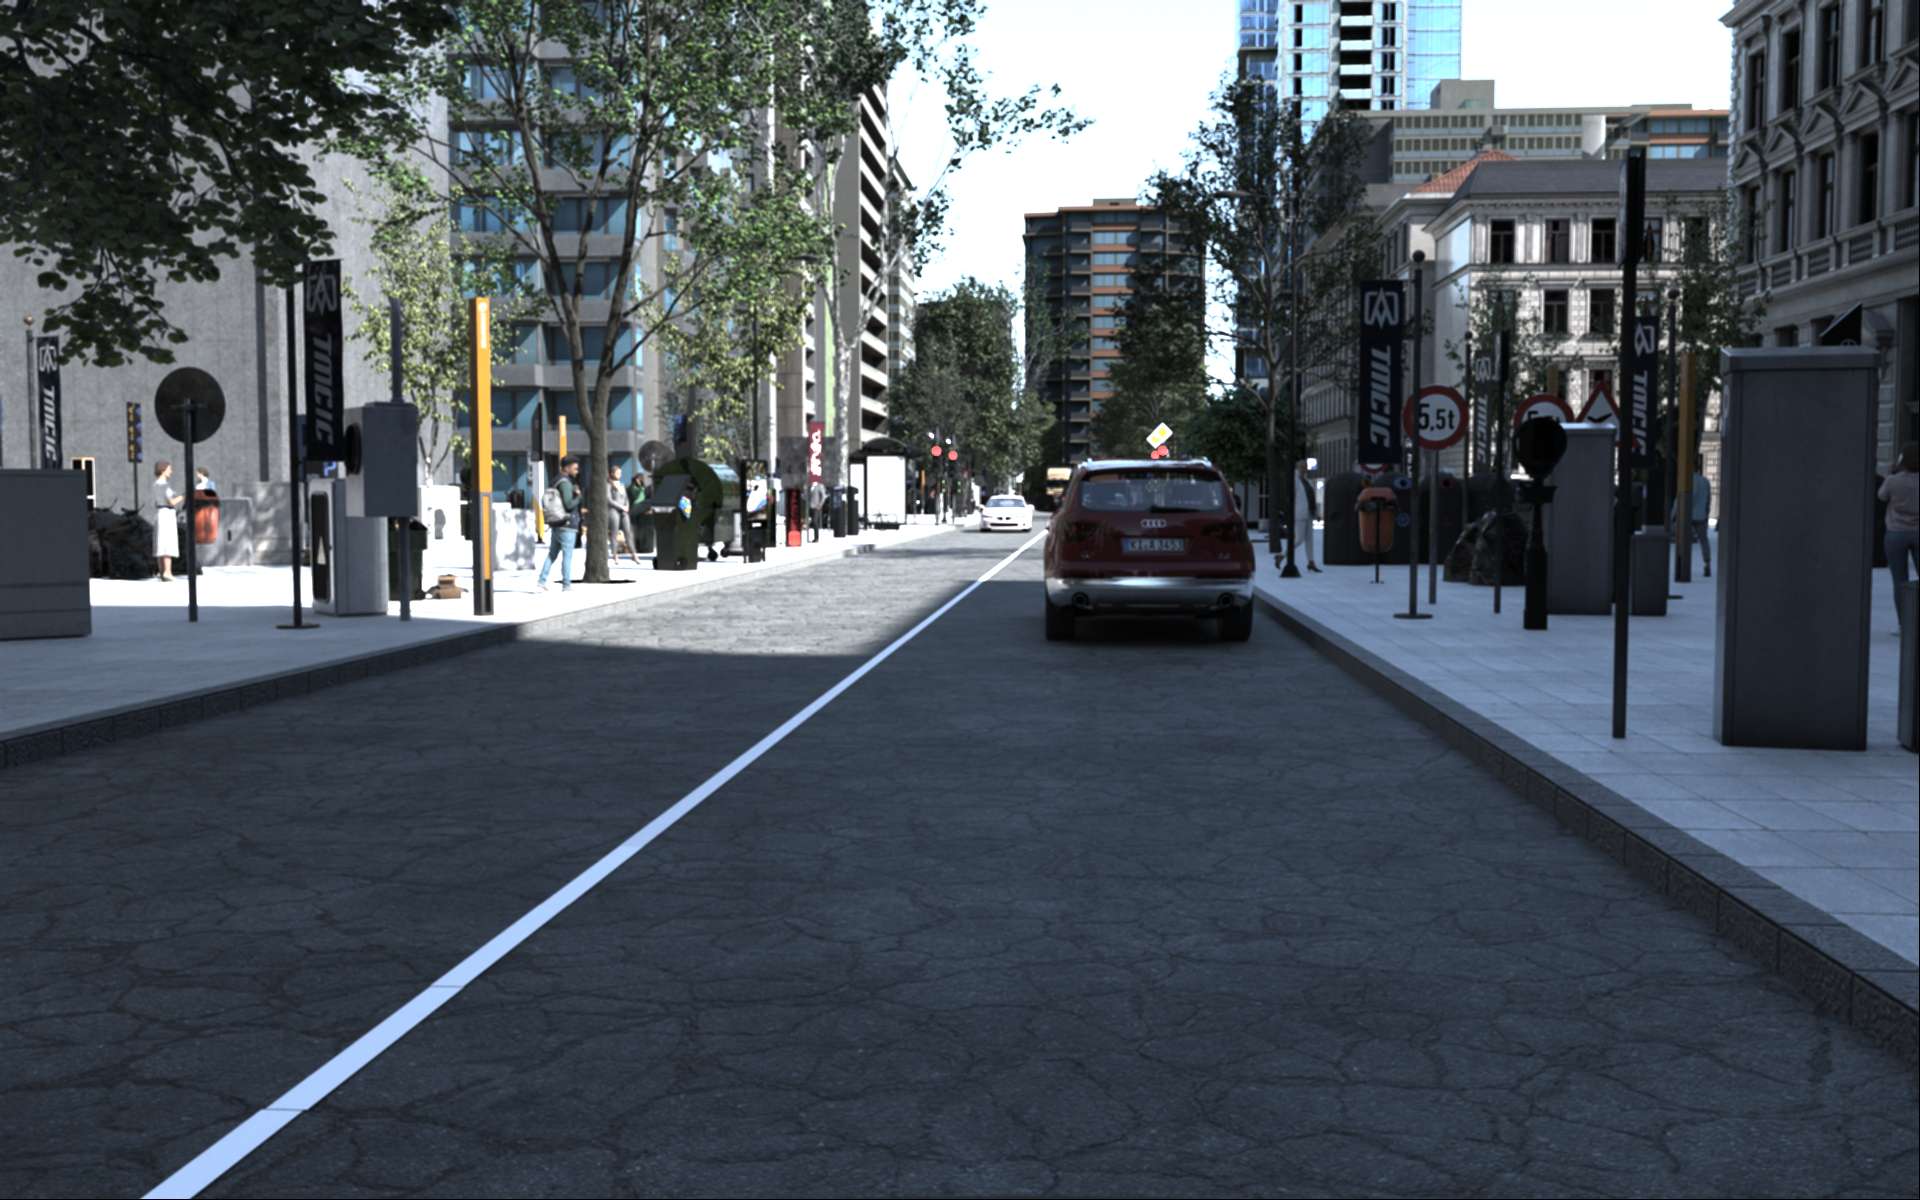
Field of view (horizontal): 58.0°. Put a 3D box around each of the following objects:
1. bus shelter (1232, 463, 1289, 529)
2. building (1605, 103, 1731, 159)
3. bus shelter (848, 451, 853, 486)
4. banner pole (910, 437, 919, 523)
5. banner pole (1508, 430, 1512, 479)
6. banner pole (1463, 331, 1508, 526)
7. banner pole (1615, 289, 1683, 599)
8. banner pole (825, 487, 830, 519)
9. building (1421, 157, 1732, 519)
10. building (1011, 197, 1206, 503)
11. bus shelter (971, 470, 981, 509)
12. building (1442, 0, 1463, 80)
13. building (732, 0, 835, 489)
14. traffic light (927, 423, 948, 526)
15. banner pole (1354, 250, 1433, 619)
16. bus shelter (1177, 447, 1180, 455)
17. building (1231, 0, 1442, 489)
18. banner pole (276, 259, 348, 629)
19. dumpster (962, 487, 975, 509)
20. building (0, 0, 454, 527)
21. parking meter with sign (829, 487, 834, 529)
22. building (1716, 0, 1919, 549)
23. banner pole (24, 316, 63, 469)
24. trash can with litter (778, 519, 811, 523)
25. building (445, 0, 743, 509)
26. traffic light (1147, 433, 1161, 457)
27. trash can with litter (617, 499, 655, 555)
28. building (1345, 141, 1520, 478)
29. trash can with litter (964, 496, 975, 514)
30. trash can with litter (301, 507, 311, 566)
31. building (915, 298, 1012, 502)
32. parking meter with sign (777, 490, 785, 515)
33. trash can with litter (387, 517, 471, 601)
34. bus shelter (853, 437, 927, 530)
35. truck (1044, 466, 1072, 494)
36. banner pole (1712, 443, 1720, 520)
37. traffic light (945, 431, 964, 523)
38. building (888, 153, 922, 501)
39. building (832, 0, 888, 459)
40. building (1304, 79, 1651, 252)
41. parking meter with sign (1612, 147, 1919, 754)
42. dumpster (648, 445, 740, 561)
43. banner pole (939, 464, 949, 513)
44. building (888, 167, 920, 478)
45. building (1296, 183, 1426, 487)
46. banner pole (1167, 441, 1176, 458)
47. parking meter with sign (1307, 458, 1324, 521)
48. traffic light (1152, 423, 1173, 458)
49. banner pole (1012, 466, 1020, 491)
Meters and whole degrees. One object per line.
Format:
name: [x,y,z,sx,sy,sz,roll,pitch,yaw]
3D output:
bus shelter: [10.569,-4.103,61.006,2.014,3.302,5.546,0,4,5]
building: [79.153,-33.175,197.033,28.867,44.769,22.147,0,4,4]
bus shelter: [-4.108,-5.291,80.427,2.014,3.302,5.546,0,4,5]
banner pole: [-2.030,-5.307,76.782,0.401,3.779,0.863,0,4,-8]
banner pole: [18.632,-4.218,58.987,0.401,3.779,0.863,3,4,38]
banner pole: [7.877,-2.229,26.466,0.401,3.779,0.863,-1,4,-19]
banner pole: [8.517,-1.918,21.372,0.863,3.779,0.401,3,5,40]
banner pole: [-7.050,-6.057,89.044,0.401,3.779,0.863,3,4,39]
building: [35.396,-13.955,92.795,19.286,19.102,10.561,0,4,4]
building: [22.222,-36.937,258.536,28.867,44.769,22.147,0,4,4]
bus shelter: [1.424,-9.539,149.892,2.014,3.302,5.546,0,4,5]
building: [43.912,-53.893,193.824,22.319,86.520,31.000,0,4,4]
building: [-17.855,-27.690,136.329,14.154,41.232,14.086,0,4,4]
traffic light: [-0.890,-4.890,68.866,0.839,4.253,0.868,0,4,4]
banner pole: [4.479,-1.702,17.849,0.863,3.779,0.401,-1,4,-9]
bus shelter: [14.889,-8.916,123.400,2.179,5.291,8.768,0,4,5]
building: [52.087,-57.625,254.847,31.000,86.520,22.319,0,4,4]
banner pole: [-6.155,-1.616,16.447,0.863,3.779,0.401,2,4,24]
dumpster: [0.330,-6.928,119.026,1.264,1.857,1.865,0,4,4]
building: [-26.952,-14.241,50.865,19.932,24.808,12.078,0,4,4]
parking meter with sign: [-4.529,-4.146,64.048,0.543,3.016,1.738,1,4,9]
building: [26.776,-13.002,41.459,11.050,23.489,19.941,0,4,4]
banner pole: [-12.871,-2.099,24.329,0.863,3.779,0.401,2,4,27]
trash can with litter: [-7.487,-4.103,78.140,1.678,1.210,2.233,3,5,42]
building: [-26.118,-29.775,106.427,23.786,49.044,30.456,0,4,4]
traffic light: [8.567,-5.336,76.156,0.839,4.253,0.868,0,4,4]
trash can with litter: [-6.907,-1.569,37.034,0.624,1.170,1.055,3,4,36]
building: [31.564,-16.688,109.006,11.583,22.565,21.152,0,4,4]
trash can with litter: [0.435,-6.169,112.256,1.055,1.170,0.624,1,4,19]
trash can with litter: [-11.476,-1.210,31.172,0.624,1.170,1.055,0,4,-5]
building: [0.523,-29.688,257.097,14.107,30.474,14.160,0,4,4]
parking meter with sign: [-10.617,-6.817,107.719,1.738,3.016,0.543,-2,4,-29]
trash can with litter: [-6.546,-0.589,21.013,1.055,1.170,0.624,-3,4,-37]
bus shelter: [-2.478,-4.295,64.143,2.014,3.302,5.546,0,4,5]
truck: [10.119,-11.474,176.507,2.839,4.237,11.283,0,4,5]
banner pole: [37.637,-5.847,85.612,0.863,3.779,0.401,-1,4,-22]
traffic light: [-0.269,-5.377,76.827,0.839,4.253,0.868,0,4,4]
building: [-19.633,-41.361,265.496,27.495,52.752,28.713,0,4,4]
building: [-18.654,-33.034,163.802,21.300,48.544,21.600,0,4,4]
building: [46.203,-29.053,166.902,32.217,40.220,23.993,0,4,4]
parking meter with sign: [4.262,-0.767,8.794,1.738,3.016,0.543,1,4,17]
dumpster: [-5.176,-1.921,33.896,1.502,2.255,1.985,0,4,4]
banner pole: [-1.186,-7.822,117.900,0.863,3.779,0.401,-1,4,-12]
building: [-17.299,-31.059,199.689,23.993,40.220,32.217,0,4,4]
building: [35.556,-18.412,134.320,16.112,22.955,30.059,0,4,4]
banner pole: [9.981,-5.643,82.275,0.863,3.779,0.401,-1,4,-10]
parking meter with sign: [17.307,-5.361,83.906,0.543,3.016,1.738,-1,4,-9]
traffic light: [7.946,-4.849,68.195,0.839,4.253,0.868,0,4,4]
banner pole: [4.941,-9.884,151.616,0.863,3.779,0.401,1,4,9]
